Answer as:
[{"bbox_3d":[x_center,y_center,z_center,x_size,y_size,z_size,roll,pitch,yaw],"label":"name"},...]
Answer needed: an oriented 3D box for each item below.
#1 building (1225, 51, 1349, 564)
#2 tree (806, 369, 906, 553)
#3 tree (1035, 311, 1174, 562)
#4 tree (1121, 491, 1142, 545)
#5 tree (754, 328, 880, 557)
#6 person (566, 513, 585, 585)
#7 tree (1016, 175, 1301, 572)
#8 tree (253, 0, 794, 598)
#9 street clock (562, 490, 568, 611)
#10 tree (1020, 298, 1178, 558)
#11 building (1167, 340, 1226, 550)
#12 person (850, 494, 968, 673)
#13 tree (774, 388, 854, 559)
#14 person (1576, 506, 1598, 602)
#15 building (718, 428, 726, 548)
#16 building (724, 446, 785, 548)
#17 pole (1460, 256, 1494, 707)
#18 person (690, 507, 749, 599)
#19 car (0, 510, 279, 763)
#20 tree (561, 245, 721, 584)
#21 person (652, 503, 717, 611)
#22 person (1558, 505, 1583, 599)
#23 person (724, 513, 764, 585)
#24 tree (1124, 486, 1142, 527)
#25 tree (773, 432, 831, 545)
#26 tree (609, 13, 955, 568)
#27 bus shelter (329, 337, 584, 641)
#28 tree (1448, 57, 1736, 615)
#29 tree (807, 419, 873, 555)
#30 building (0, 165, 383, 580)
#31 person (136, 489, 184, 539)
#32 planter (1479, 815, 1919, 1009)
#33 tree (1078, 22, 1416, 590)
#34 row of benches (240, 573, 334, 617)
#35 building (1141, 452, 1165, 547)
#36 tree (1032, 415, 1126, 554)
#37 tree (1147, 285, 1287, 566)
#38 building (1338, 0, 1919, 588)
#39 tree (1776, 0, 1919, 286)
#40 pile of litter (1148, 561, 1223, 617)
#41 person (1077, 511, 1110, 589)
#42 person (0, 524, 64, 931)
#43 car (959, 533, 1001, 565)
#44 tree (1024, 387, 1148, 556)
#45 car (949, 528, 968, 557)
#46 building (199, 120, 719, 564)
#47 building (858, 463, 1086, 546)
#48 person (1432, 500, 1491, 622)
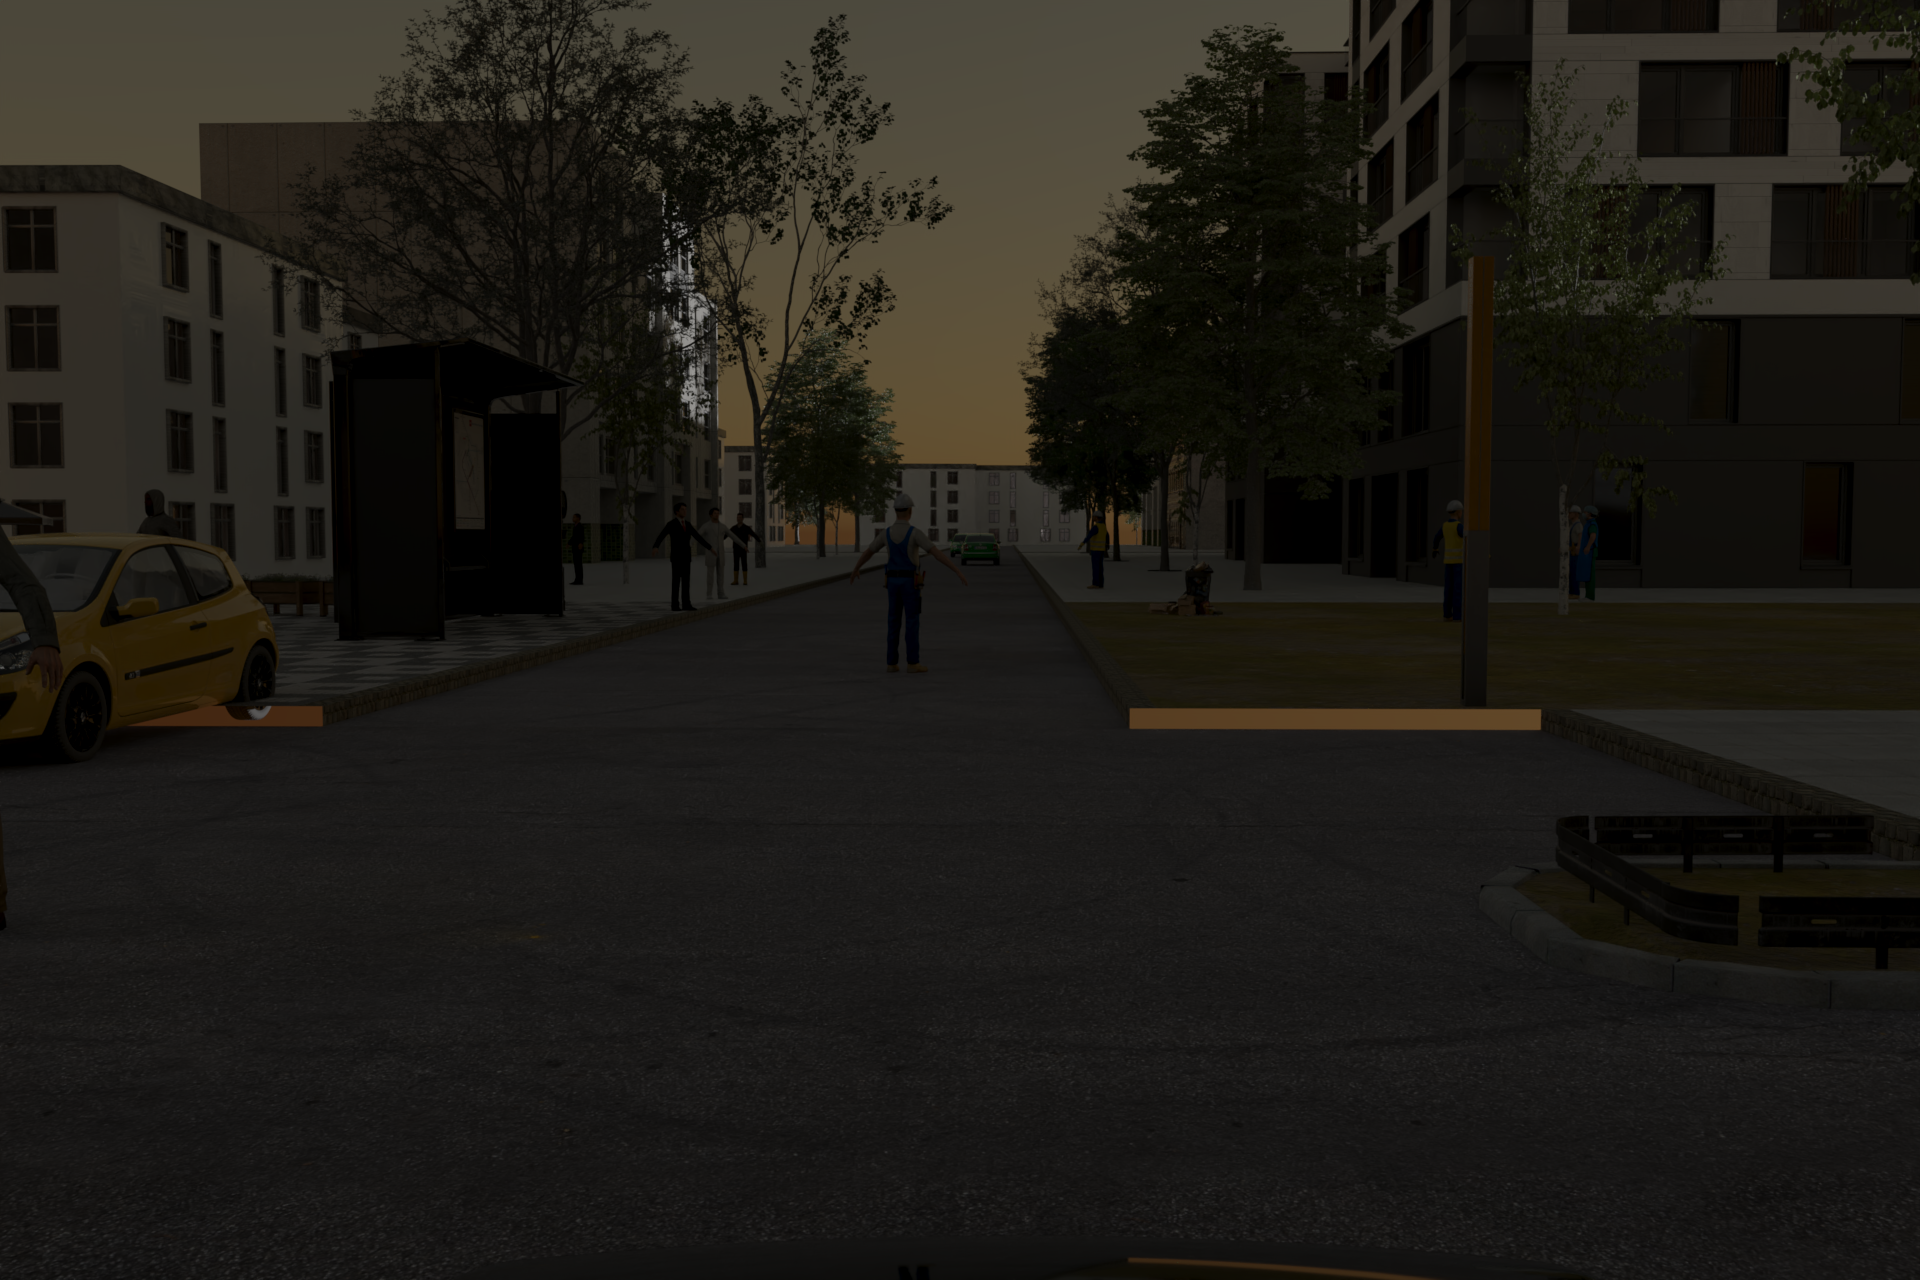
[{"bbox_3d":[27.499,-15.025,89.639,27.936,21.610,32.646,0,4,2],"label":"building"},{"bbox_3d":[-7.350,-12.331,119.739,7.486,12.596,7.792,0,3,0],"label":"tree"},{"bbox_3d":[7.240,-9.495,81.006,9.928,11.665,9.643,0,3,0],"label":"tree"},{"bbox_3d":[20.648,-15.538,204.414,4.737,8.622,4.395,0,3,0],"label":"tree"},{"bbox_3d":[-7.910,-10.856,95.620,7.486,12.596,7.792,0,3,0],"label":"tree"},{"bbox_3d":[-9.684,-2.295,43.740,0.704,1.802,1.346,-2,4,-27],"label":"person"},{"bbox_3d":[6.986,-9.109,59.308,12.009,13.543,11.850,0,3,0],"label":"tree"},{"bbox_3d":[-8.422,-7.595,34.544,12.009,13.543,11.850,0,3,0],"label":"tree"},{"bbox_3d":[-6.688,-1.481,28.783,0.358,2.002,0.471,0,4,2],"label":"street clock"},{"bbox_3d":[7.667,-11.379,92.701,9.857,13.997,8.962,0,3,0],"label":"tree"},{"bbox_3d":[27.945,-19.519,150.066,19.493,23.208,18.063,0,4,2],"label":"building"},{"bbox_3d":[-0.573,-0.589,17.948,1.347,1.847,0.705,2,4,24],"label":"person"},{"bbox_3d":[-7.253,-8.391,87.548,4.737,8.622,4.395,0,3,0],"label":"tree"},{"bbox_3d":[11.838,-1.623,32.670,0.704,1.817,1.347,1,4,16],"label":"person"},{"bbox_3d":[-23.507,-12.143,140.682,9.099,9.664,28.070,0,4,1],"label":"building"},{"bbox_3d":[-22.452,-14.467,178.678,9.099,9.664,28.070,0,4,1],"label":"building"},{"bbox_3d":[3.839,-1.163,12.855,0.158,3.312,0.155,0,3,0],"label":"pole"},{"bbox_3d":[-4.820,-1.712,34.184,1.347,1.806,0.705,-2,4,-30],"label":"person"},{"bbox_3d":[-6.299,-0.113,12.068,2.015,1.641,3.980,0,4,2],"label":"car"},{"bbox_3d":[-8.383,-5.753,44.423,4.737,8.622,4.395,0,3,0],"label":"tree"},{"bbox_3d":[-4.640,-1.390,28.913,0.705,1.806,1.347,3,5,42],"label":"person"},{"bbox_3d":[12.058,-1.727,34.095,0.705,1.847,1.347,0,4,5],"label":"person"},{"bbox_3d":[-5.534,-2.288,43.548,1.346,1.812,0.704,1,4,12],"label":"person"},{"bbox_3d":[23.141,-17.871,210.314,7.486,12.596,7.792,0,3,0],"label":"tree"},{"bbox_3d":[-19.793,-18.606,210.861,9.857,13.997,8.962,0,3,0],"label":"tree"},{"bbox_3d":[-6.862,-12.729,64.002,12.611,20.169,13.585,0,3,0],"label":"tree"},{"bbox_3d":[-6.695,-1.989,23.801,1.731,3.624,6.357,0,4,1],"label":"bus shelter"},{"bbox_3d":[9.596,-4.693,27.096,4.737,8.622,4.395,0,3,0],"label":"tree"},{"bbox_3d":[-7.588,-9.431,104.565,4.360,8.622,3.978,0,3,0],"label":"tree"},{"bbox_3d":[-23.417,-6.819,53.632,9.099,9.664,28.070,0,4,1],"label":"building"},{"bbox_3d":[-9.568,-0.884,20.576,1.348,1.813,0.705,2,4,32],"label":"person"},{"bbox_3d":[2.963,0.914,6.200,1.991,0.319,1.994,0,4,2],"label":"planter"},{"bbox_3d":[6.462,-7.433,39.650,7.486,12.596,7.792,0,3,0],"label":"tree"},{"bbox_3d":[-10.572,-0.730,27.405,4.104,0.672,1.422,1,4,22],"label":"row of benches"},{"bbox_3d":[28.789,-19.391,183.496,16.747,18.905,31.486,0,4,2],"label":"building"},{"bbox_3d":[8.436,-11.532,114.297,9.928,11.665,9.643,0,3,0],"label":"tree"},{"bbox_3d":[6.807,-6.001,48.487,4.737,8.622,4.395,0,3,0],"label":"tree"},{"bbox_3d":[26.105,-12.985,56.285,27.936,21.610,32.646,0,4,1],"label":"building"},{"bbox_3d":[9.675,-4.003,15.804,4.737,8.622,4.395,0,3,0],"label":"tree"},{"bbox_3d":[3.603,-0.843,27.754,1.176,0.858,1.719,0,4,1],"label":"pile of litter"},{"bbox_3d":[3.209,-2.126,40.731,0.705,1.833,1.349,3,4,36],"label":"person"},{"bbox_3d":[-3.652,0.155,6.202,1.348,1.796,0.705,2,4,23],"label":"person"},{"bbox_3d":[0.940,-4.381,80.421,1.959,1.807,4.718,0,4,0],"label":"car"},{"bbox_3d":[7.728,-10.277,102.438,8.767,10.594,7.601,1,4,13],"label":"tree"},{"bbox_3d":[0.314,-6.040,107.556,1.959,1.807,4.718,0,4,1],"label":"car"},{"bbox_3d":[-23.723,-13.692,90.318,16.747,18.905,31.486,0,4,2],"label":"building"},{"bbox_3d":[1.326,-16.076,207.445,28.070,9.664,9.099,0,4,-7],"label":"building"},{"bbox_3d":[7.295,-1.152,25.297,0.721,1.772,1.216,-2,4,-24],"label":"person"}]
